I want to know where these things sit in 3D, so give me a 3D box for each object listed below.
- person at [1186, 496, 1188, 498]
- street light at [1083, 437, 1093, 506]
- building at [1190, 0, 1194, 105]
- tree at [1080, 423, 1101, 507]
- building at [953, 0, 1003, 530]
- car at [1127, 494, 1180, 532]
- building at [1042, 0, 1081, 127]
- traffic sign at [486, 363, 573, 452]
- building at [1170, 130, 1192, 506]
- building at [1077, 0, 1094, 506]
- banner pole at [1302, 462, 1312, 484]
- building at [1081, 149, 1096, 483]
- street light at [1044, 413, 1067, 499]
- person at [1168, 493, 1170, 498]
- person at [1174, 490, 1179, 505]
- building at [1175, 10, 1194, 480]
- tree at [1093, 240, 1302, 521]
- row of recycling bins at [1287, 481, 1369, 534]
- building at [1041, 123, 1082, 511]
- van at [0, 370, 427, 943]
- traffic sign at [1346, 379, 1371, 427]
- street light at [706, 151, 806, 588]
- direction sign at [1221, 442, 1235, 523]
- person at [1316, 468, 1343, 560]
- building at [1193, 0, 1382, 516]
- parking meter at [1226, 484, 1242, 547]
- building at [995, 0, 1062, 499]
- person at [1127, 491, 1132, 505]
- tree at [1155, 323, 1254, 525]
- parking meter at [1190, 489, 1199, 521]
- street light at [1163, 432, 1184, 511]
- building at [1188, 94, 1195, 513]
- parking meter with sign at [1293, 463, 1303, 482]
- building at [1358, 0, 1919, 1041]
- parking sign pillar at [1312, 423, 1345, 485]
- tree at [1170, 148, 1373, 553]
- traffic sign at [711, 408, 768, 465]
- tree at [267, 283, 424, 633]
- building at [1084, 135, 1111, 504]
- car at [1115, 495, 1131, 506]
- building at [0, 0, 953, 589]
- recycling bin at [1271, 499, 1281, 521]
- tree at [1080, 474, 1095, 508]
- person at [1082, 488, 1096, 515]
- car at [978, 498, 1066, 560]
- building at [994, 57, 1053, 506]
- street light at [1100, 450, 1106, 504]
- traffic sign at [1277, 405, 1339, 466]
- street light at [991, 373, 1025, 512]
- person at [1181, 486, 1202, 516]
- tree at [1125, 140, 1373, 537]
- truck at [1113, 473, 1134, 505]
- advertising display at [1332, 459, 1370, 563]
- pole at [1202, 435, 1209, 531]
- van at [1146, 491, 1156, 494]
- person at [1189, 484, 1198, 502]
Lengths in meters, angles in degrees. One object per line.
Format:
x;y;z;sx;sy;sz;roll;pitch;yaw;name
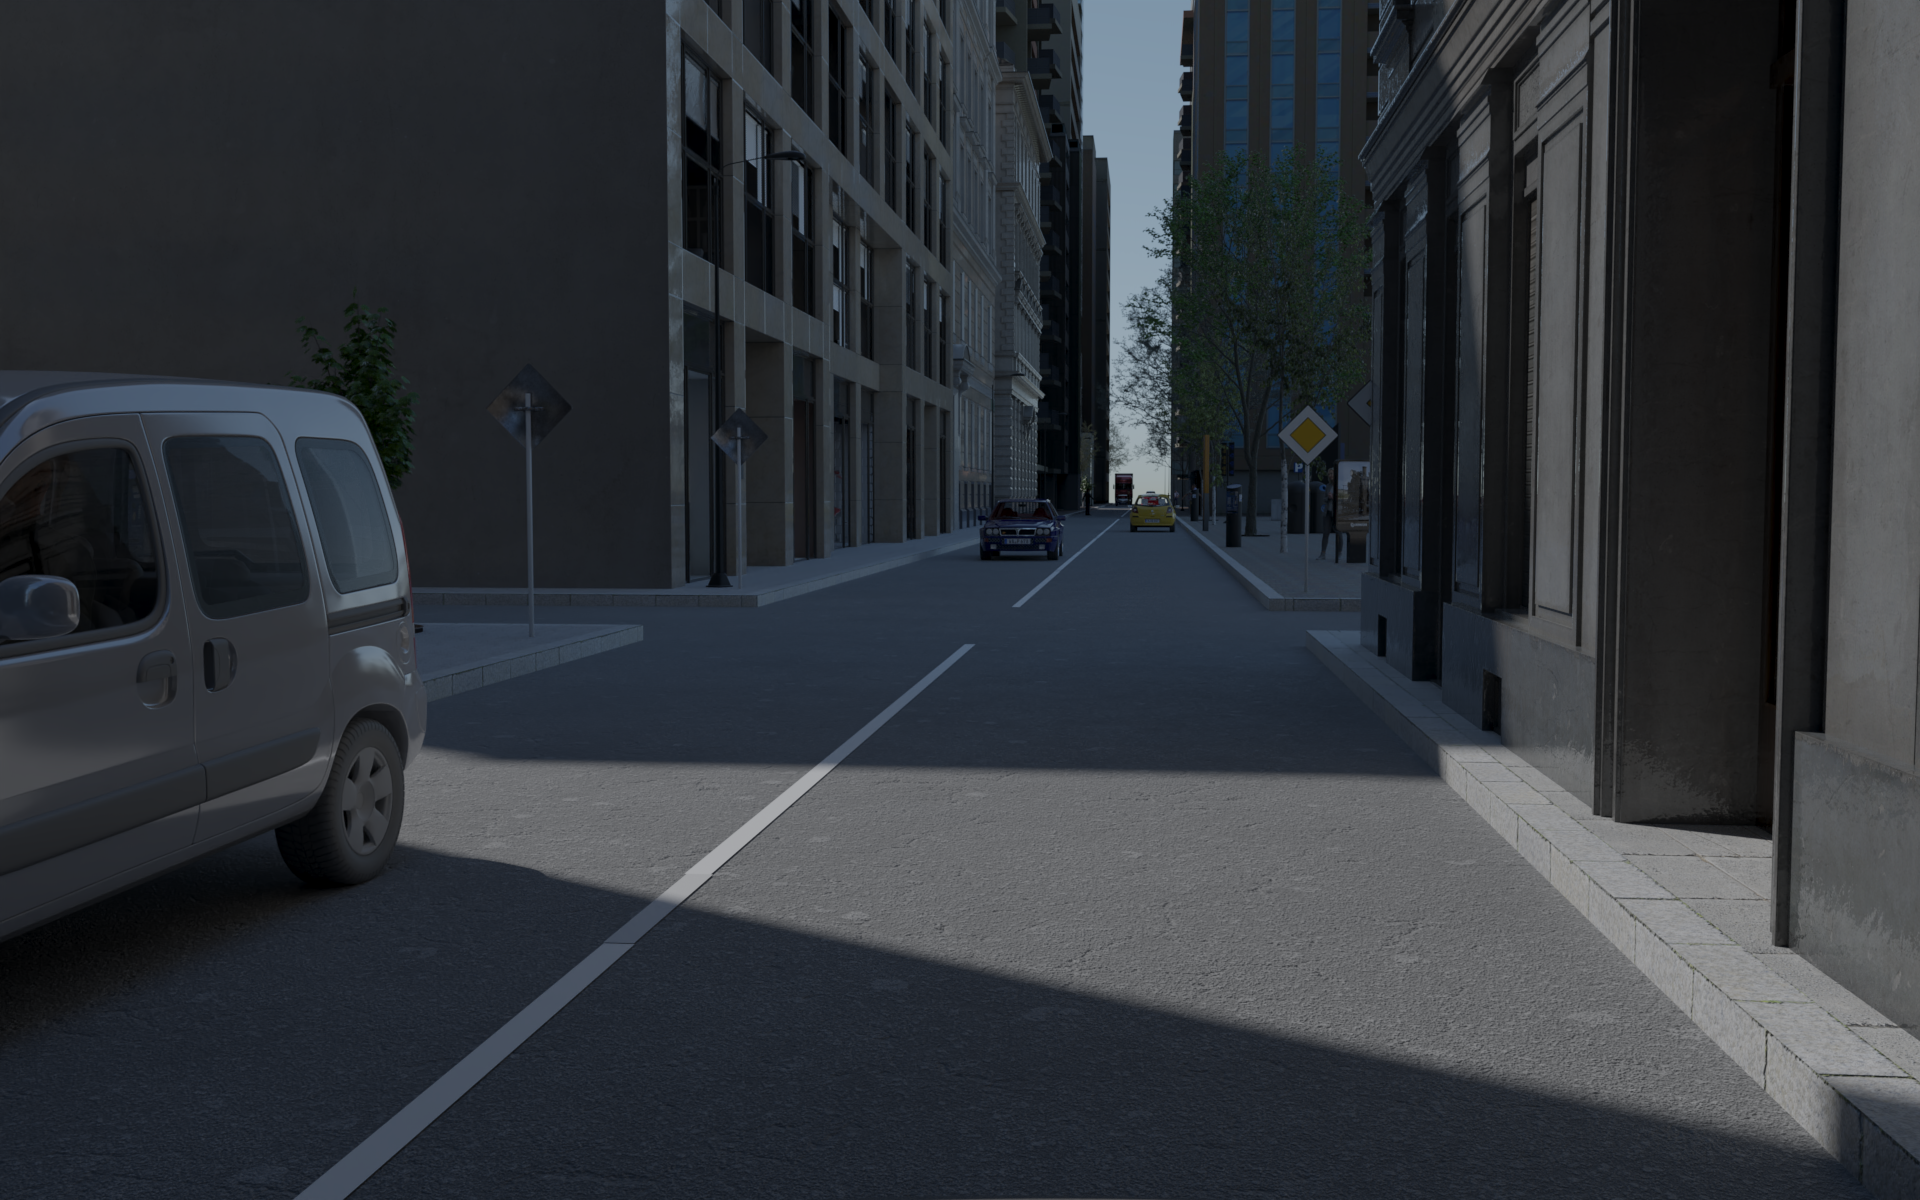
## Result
22.939;-10.046;173.526;0.991;1.433;0.599;-2;4;-27;person
10.062;-10.380;142.254;1.470;5.913;1.316;0;4;6;street light
40.202;-49.164;242.080;20.563;71.187;20.611;0;4;6;building
12.099;-13.623;173.095;4.360;8.622;3.978;0;3;0;tree
-5.603;-17.235;67.692;13.634;28.700;20.117;0;4;6;building
7.398;-3.429;66.286;2.015;1.641;3.980;0;4;7;car
-0.422;-32.418;153.731;21.300;48.544;21.600;0;4;6;building
-3.861;-0.815;15.508;0.795;2.593;0.064;0;4;6;traffic sign
31.091;-31.390;196.813;14.154;41.232;14.086;0;4;6;building
4.261;-54.025;195.982;22.319;86.520;31.000;0;4;6;building
13.947;-4.828;68.955;0.863;3.779;0.401;-2;4;-26;banner pole
10.087;-34.861;220.080;14.600;45.320;14.200;0;4;6;building
5.419;-7.757;99.364;1.470;5.913;1.316;0;4;6;street light
25.349;-12.308;210.535;1.065;1.426;0.557;1;4;15;person
22.644;-10.690;181.769;0.436;1.711;0.756;-2;4;-27;person
30.775;-30.681;156.262;22.147;44.769;28.867;0;4;6;building
11.889;-10.570;83.184;12.009;13.543;11.850;0;3;0;tree
12.000;-3.036;56.750;3.534;1.692;1.069;-2;4;-31;row of recycling bins
2.197;-22.263;135.709;14.160;30.474;14.107;0;4;6;building
-3.163;0.115;5.137;2.013;2.044;4.112;0;4;8;van
3.686;-0.763;14.669;0.795;2.593;0.064;0;4;6;traffic sign
-2.782;-3.126;23.650;1.470;5.913;1.316;0;4;6;street light
11.740;-5.136;75.976;0.379;3.537;0.876;-2;4;-30;direction sign
7.281;-1.683;33.737;0.526;1.800;0.537;-3;5;-39;person
21.422;-27.911;106.450;14.600;45.320;14.200;0;4;6;building
6.610;-2.042;41.803;0.372;1.533;0.369;0;3;0;parking meter
-4.788;-28.043;113.131;22.147;44.769;28.867;0;4;6;building
18.016;-10.714;184.194;0.721;1.766;1.217;2;4;30;person
10.311;-7.414;71.582;4.737;8.622;4.395;0;3;0;tree
11.014;-4.459;81.318;0.372;1.533;0.369;0;3;0;parking meter
16.245;-9.663;130.529;1.470;5.913;1.316;0;4;6;street light
23.156;-21.376;121.198;14.160;30.474;14.107;0;4;6;building
18.486;-6.034;94.919;0.543;3.016;1.738;1;4;16;parking meter with sign
7.108;-9.518;4.777;9.793;20.994;18.267;0;4;6;building
14.022;-4.740;65.967;1.447;3.967;1.447;-3;4;-37;parking sign pillar
7.300;-5.331;37.531;4.360;8.622;3.978;0;3;0;tree
-2.997;-1.300;23.447;0.795;2.593;0.064;0;4;6;traffic sign
-5.514;-1.314;16.078;1.663;3.219;1.824;0;3;0;tree
9.716;-37.575;238.046;21.300;48.544;21.600;0;4;6;building
19.098;-11.638;202.869;1.945;1.354;3.894;0;4;6;car
-11.606;-14.434;40.516;19.350;26.468;34.151;0;4;6;building
15.498;-4.346;83.613;0.722;1.027;0.722;3;4;39;recycling bin
11.949;-10.474;165.853;1.663;3.219;1.824;0;3;0;tree
8.583;-6.573;115.985;0.705;1.821;1.348;-2;4;-35;person
1.409;-1.602;38.774;1.945;1.354;3.894;0;4;5;car
-1.371;-15.853;88.079;11.050;23.489;19.941;0;4;6;building
14.380;-12.813;182.027;1.470;5.913;1.316;0;4;6;street light
4.550;-1.249;22.608;0.795;2.593;0.064;0;4;6;traffic sign
1.797;-5.755;66.634;1.470;5.913;1.316;0;4;6;street light
13.547;-5.791;100.726;1.348;1.824;0.705;1;4;10;person
8.788;-7.716;51.920;9.928;11.665;9.643;0;3;0;tree
22.260;-15.062;235.177;2.839;4.237;11.283;0;4;6;truck
7.379;-1.650;32.194;0.974;1.923;0.123;-1;4;-20;advertising display
8.486;-4.032;59.767;0.158;3.312;0.155;0;3;0;pole
26.732;-14.417;242.734;2.013;2.044;4.112;0;4;7;van
13.282;-5.684;98.850;0.599;1.838;0.709;2;4;28;person
